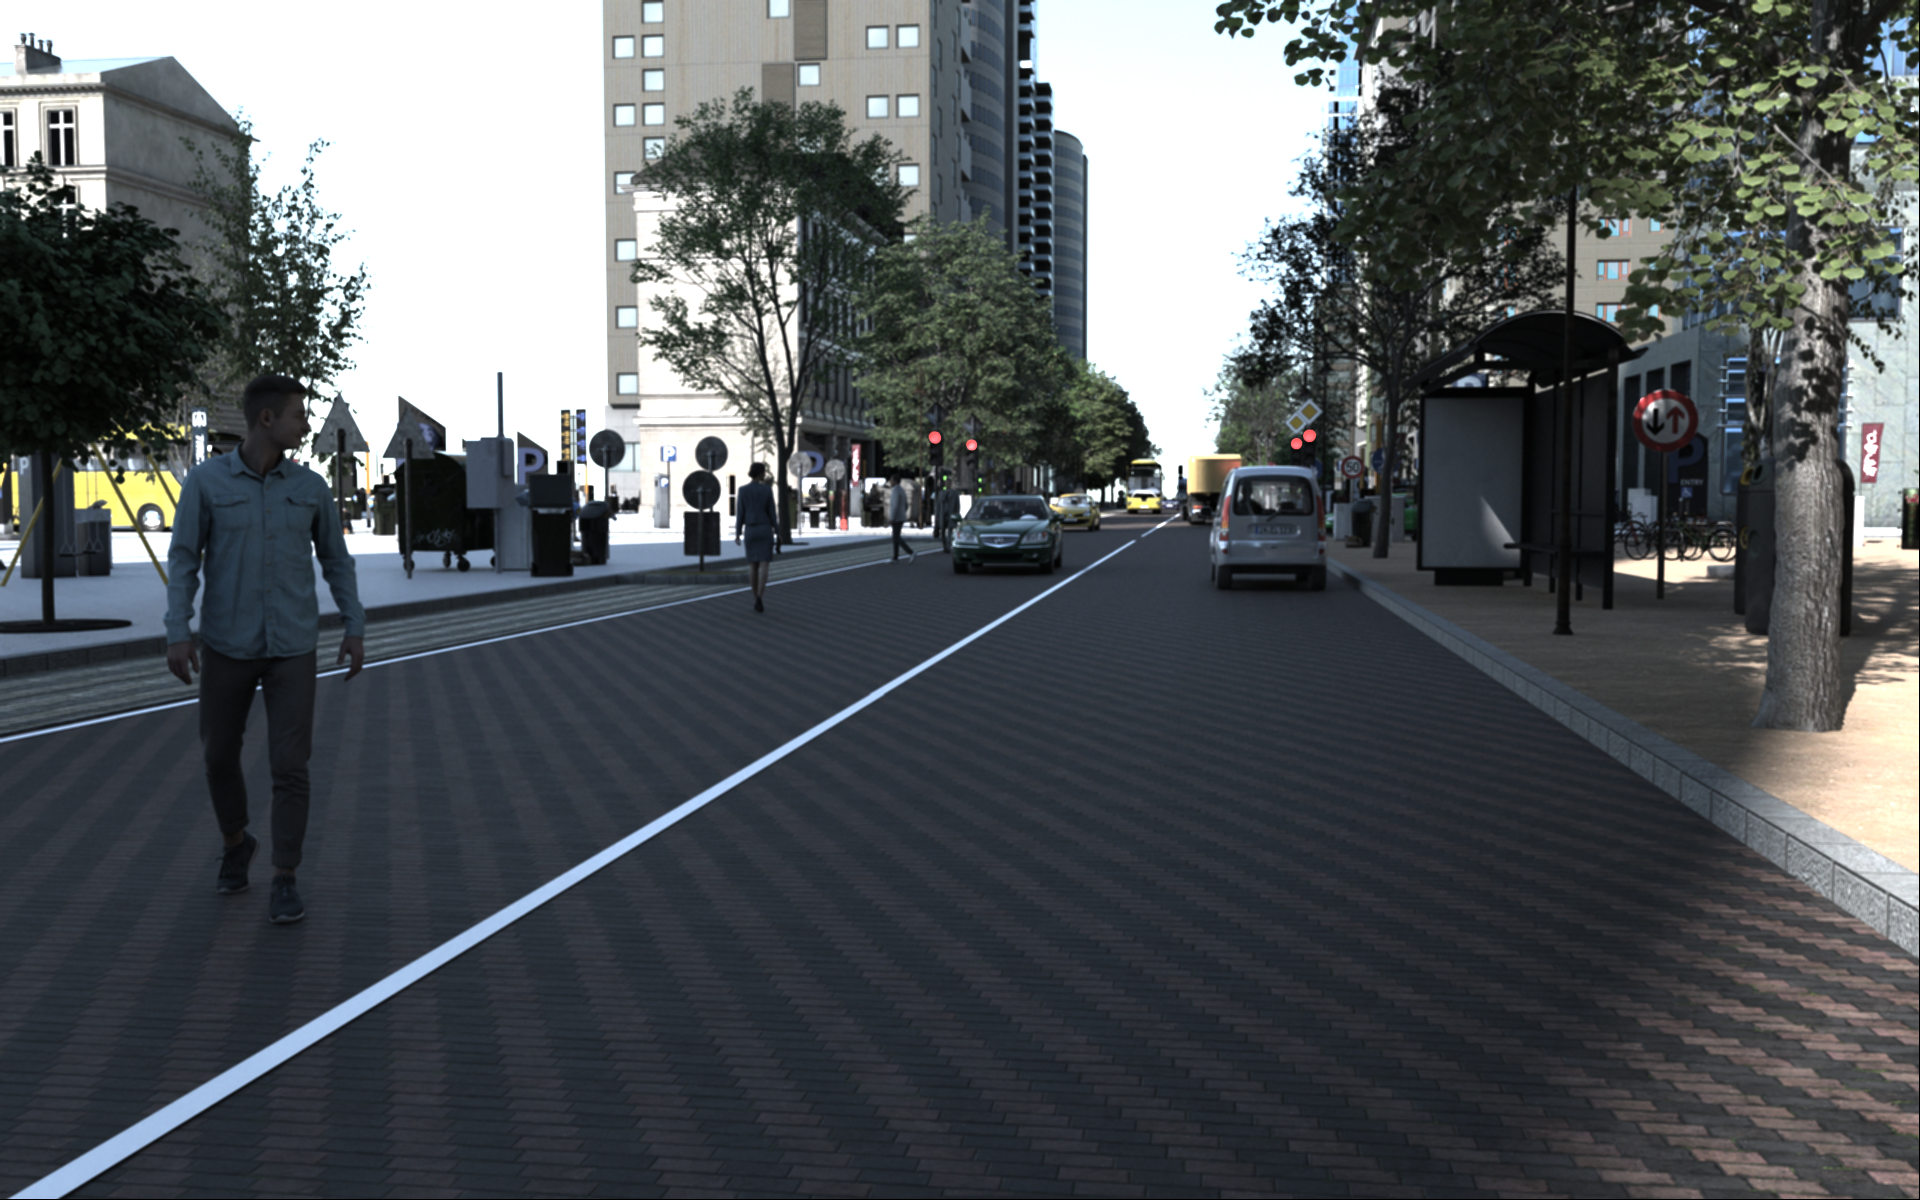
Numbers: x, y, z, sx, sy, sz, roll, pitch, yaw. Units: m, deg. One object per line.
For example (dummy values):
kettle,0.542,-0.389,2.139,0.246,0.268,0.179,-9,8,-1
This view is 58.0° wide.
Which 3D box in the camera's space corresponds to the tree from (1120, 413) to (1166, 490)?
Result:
tree,22.682,-19.212,231.118,9.611,12.733,9.660,0,3,0

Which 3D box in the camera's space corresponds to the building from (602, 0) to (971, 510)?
building,-13.777,-34.383,151.404,28.713,52.752,27.495,1,4,8

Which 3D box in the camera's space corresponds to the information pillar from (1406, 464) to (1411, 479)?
information pillar,32.258,-8.151,124.616,0.183,3.616,0.504,3,5,42

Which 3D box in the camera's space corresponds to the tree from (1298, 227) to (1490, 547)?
tree,10.665,-5.595,41.835,4.360,8.622,3.978,0,3,0

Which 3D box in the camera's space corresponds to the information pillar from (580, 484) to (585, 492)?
information pillar,-28.554,-7.750,131.196,0.304,2.012,0.304,2,4,25

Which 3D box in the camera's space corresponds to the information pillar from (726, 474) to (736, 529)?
information pillar,-8.492,-3.658,64.306,0.304,2.012,0.304,-2,4,-25

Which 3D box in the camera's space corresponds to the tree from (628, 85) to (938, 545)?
tree,-4.418,-7.209,43.616,9.928,11.665,9.643,0,3,0

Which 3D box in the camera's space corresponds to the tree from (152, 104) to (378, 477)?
tree,-13.054,-5.058,33.058,4.737,8.622,4.395,0,3,0

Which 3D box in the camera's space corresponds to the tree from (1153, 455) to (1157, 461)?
tree,30.439,-20.337,282.869,4.737,8.622,4.395,0,3,0

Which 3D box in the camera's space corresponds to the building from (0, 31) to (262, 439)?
building,-54.321,-16.287,85.379,34.723,24.649,14.460,1,4,8

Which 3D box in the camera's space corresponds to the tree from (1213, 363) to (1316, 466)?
tree,22.120,-12.218,125.518,9.928,11.665,9.643,0,3,0

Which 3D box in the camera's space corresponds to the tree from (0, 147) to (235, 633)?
tree,-8.714,-2.002,16.450,4.285,4.588,4.351,0,3,0

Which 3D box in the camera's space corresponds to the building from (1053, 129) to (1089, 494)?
building,8.896,-44.890,275.951,21.231,58.520,28.212,1,4,8

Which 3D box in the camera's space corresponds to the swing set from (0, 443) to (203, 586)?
swing set,-11.670,-1.547,22.917,2.862,2.851,3.119,-1,4,-13

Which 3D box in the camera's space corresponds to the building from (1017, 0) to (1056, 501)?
building,3.068,-57.084,245.999,22.319,86.520,31.000,1,4,8

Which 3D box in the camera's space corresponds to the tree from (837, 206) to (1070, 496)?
tree,-0.289,-10.355,75.958,9.857,13.997,8.962,0,3,0

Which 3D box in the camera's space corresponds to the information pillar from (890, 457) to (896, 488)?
information pillar,-4.021,-6.890,104.005,0.183,3.616,0.504,3,4,38

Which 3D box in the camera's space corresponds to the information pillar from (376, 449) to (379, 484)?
information pillar,-29.887,-5.965,88.876,0.183,3.616,0.504,-1,4,-14

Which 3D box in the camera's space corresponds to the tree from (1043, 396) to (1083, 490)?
tree,7.197,-10.761,126.307,4.360,8.622,3.978,0,3,0

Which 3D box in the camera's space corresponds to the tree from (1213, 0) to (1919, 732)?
tree,5.040,-5.575,9.271,7.486,12.596,7.792,0,3,0

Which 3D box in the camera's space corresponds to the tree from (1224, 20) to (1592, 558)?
tree,8.719,-6.106,34.240,7.601,10.594,8.767,2,4,32

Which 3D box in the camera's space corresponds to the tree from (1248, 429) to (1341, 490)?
tree,16.043,-5.911,80.361,4.285,4.588,4.351,0,3,0

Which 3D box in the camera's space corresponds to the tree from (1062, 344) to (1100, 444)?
tree,5.309,-11.608,115.552,9.928,11.665,9.643,0,3,0

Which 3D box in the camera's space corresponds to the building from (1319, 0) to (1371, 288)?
building,65.237,-58.570,270.290,22.319,86.520,31.000,1,4,8

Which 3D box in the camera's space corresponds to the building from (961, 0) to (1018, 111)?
building,-6.085,-38.928,178.467,21.231,58.520,28.212,1,4,8

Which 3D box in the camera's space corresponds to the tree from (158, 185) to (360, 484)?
tree,-16.119,-5.555,41.191,4.360,8.622,3.978,0,3,0

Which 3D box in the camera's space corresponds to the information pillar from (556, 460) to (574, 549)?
information pillar,-8.516,-2.009,37.342,0.304,2.012,0.304,0,4,1

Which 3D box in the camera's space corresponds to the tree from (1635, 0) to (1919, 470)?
tree,10.996,-4.443,23.005,4.360,8.622,3.978,0,3,0

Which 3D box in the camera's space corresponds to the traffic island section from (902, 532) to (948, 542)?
traffic island section,-0.728,-1.850,52.523,2.009,0.180,2.903,1,4,8

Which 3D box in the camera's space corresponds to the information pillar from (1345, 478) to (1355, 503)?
information pillar,18.203,-4.671,80.869,0.304,2.012,0.304,-3,5,-41

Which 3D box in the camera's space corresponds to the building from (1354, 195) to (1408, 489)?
building,44.638,-23.746,159.945,14.160,30.474,14.107,1,4,8

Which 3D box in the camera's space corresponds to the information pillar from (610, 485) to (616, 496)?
information pillar,-26.906,-7.943,134.354,0.304,2.012,0.304,1,4,16

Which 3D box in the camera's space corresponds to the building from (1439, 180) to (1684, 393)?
building,47.817,-16.508,114.947,27.650,21.520,28.899,1,4,8

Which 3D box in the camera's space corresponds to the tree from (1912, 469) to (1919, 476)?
tree,35.976,-4.202,63.303,1.663,3.219,1.824,0,3,0

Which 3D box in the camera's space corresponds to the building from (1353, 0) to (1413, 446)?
building,56.115,-36.093,179.361,28.713,52.752,27.495,1,4,8

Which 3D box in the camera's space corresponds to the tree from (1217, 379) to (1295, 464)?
tree,28.459,-15.143,164.601,9.611,12.733,9.660,0,3,0

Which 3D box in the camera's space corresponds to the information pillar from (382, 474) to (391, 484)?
information pillar,-21.019,-3.609,63.500,0.304,2.012,0.304,-1,4,-19

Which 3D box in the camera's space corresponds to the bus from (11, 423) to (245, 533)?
bus,-30.747,-4.255,61.114,12.252,3.916,2.896,1,4,10

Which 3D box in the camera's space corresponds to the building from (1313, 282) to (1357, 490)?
building,57.975,-29.273,250.308,14.160,30.474,14.107,1,4,8

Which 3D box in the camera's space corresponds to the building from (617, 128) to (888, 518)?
building,-12.675,-14.813,93.107,10.553,20.767,40.483,1,4,8

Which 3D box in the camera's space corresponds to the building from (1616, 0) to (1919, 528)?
building,45.136,-46.483,72.664,31.000,86.520,22.319,1,4,8

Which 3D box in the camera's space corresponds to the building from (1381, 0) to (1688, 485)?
building,46.138,-42.980,140.974,20.563,71.187,20.611,1,4,8

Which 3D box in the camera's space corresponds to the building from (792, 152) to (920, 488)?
building,-10.204,-17.822,121.072,12.332,23.373,15.834,1,4,8

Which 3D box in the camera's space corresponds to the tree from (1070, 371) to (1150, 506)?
tree,14.683,-16.644,178.782,9.857,13.997,8.962,0,3,0

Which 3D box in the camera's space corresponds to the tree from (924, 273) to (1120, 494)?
tree,2.106,-10.534,89.239,9.611,12.733,9.660,0,3,0

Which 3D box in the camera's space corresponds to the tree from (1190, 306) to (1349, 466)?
tree,19.921,-12.361,112.469,12.009,13.543,11.850,0,3,0

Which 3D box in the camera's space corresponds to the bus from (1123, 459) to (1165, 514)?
bus,13.430,-8.211,125.799,2.896,3.916,12.252,0,4,7

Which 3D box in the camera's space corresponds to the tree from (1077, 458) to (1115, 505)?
tree,12.227,-10.550,156.199,4.285,4.588,4.351,0,3,0

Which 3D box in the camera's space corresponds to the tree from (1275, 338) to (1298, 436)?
tree,14.663,-7.368,70.830,4.360,8.622,3.978,0,3,0

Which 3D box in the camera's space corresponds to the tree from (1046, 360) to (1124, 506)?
tree,11.024,-13.963,146.420,7.486,12.596,7.792,0,3,0

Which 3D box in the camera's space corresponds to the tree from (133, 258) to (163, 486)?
tree,-22.555,-6.122,50.462,4.360,8.622,3.978,0,3,0
